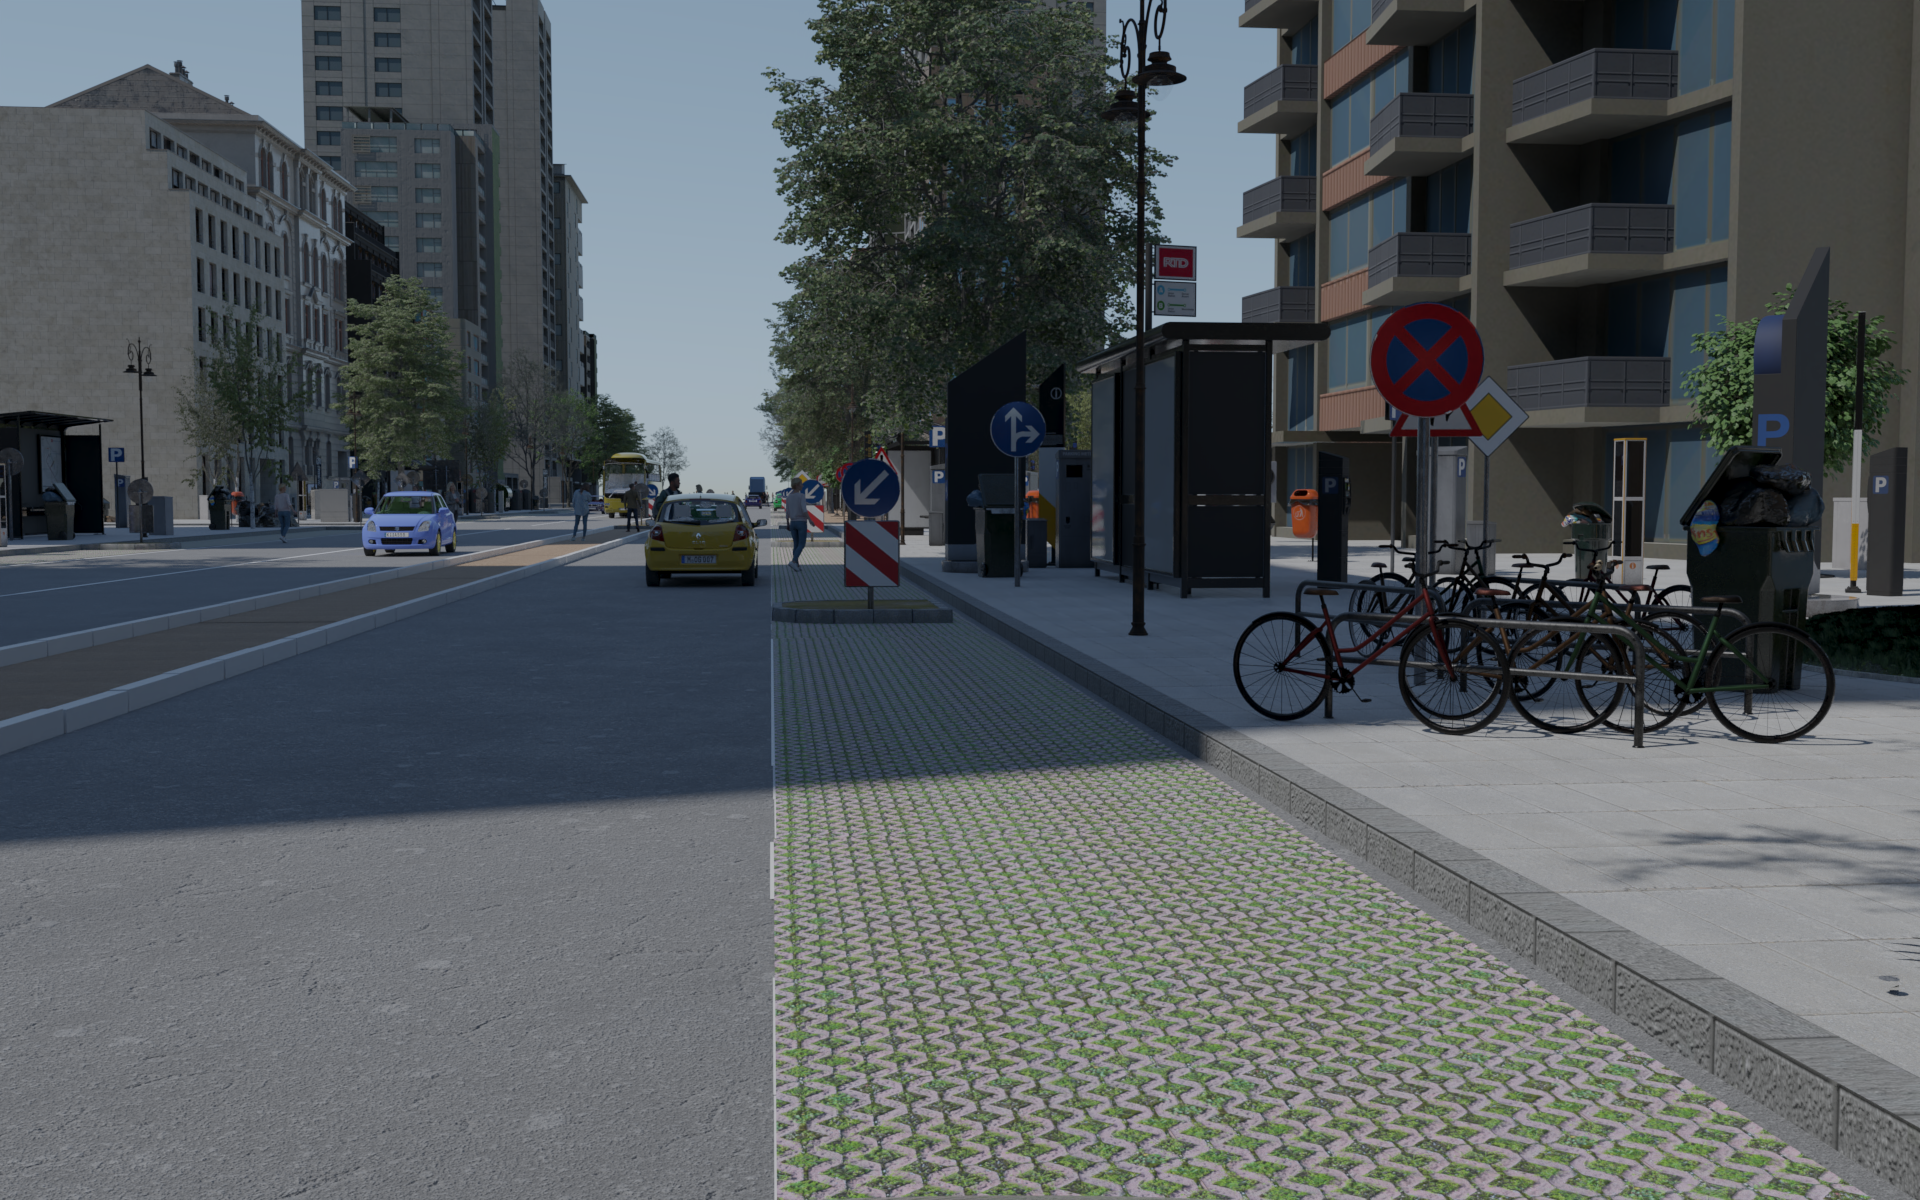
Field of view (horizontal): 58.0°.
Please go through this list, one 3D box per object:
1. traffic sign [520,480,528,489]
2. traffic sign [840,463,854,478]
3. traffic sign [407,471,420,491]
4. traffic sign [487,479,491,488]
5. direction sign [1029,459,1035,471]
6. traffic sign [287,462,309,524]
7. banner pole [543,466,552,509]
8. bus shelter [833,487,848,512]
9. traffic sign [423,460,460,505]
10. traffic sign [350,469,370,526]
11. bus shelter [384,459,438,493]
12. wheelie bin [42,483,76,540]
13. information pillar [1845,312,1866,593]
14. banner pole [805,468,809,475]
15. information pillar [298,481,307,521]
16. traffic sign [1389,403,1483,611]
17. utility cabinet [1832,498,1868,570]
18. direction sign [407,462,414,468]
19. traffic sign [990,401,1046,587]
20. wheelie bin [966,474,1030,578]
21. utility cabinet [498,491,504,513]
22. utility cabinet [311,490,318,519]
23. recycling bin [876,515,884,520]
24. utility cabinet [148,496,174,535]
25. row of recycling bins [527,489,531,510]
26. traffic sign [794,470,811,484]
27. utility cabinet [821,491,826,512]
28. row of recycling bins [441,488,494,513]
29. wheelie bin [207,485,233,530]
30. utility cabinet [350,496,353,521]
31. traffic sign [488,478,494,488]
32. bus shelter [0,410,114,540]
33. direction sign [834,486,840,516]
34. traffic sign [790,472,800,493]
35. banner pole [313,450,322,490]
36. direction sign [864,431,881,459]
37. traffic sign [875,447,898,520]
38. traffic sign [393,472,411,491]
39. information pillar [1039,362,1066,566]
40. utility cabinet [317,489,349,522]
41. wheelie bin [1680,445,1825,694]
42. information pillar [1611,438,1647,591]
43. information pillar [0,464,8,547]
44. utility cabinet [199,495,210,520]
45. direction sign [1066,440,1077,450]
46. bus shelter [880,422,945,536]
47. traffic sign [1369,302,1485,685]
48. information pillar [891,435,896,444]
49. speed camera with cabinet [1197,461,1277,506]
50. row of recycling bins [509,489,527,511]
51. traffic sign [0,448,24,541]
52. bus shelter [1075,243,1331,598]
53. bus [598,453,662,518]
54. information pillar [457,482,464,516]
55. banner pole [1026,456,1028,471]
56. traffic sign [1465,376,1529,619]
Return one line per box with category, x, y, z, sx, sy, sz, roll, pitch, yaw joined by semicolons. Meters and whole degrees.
traffic sign;-38.150;-9.263;151.551;0.768;2.556;0.104;0;4;-3
traffic sign;-4.449;-4.277;70.040;0.768;2.556;0.104;0;4;-3
traffic sign;-30.255;-5.855;95.827;0.768;2.556;0.104;0;4;-2
traffic sign;-33.817;-7.506;123.901;0.795;2.450;0.064;0;4;-3
direction sign;4.370;-7.193;109.600;0.876;3.537;0.379;2;4;35
traffic sign;-26.511;-4.241;69.342;0.884;2.594;0.081;0;4;-1
banner pole;-36.150;-9.886;151.654;0.863;3.779;0.401;-3;5;-40
bus shelter;-9.791;-9.993;141.019;2.179;5.291;8.768;0;4;-6
traffic sign;-31.068;-6.720;103.750;2.265;3.308;0.079;0;4;3
traffic sign;-24.109;-4.037;69.653;0.795;2.450;0.064;0;4;-6
bus shelter;-31.760;-6.501;100.221;2.014;3.302;5.546;0;4;-6
wheelie bin;-25.099;-2.466;48.226;0.693;1.594;0.980;0;4;-5
information pillar;11.673;-1.907;22.532;0.183;3.616;0.504;2;4;26
banner pole;-13.040;-9.667;148.064;0.401;3.779;0.863;-3;4;-39
information pillar;-31.858;-4.854;83.861;0.304;2.012;0.304;0;4;5
traffic sign;4.413;-0.986;16.132;0.884;2.594;0.081;0;4;-5
utility cabinet;15.317;-1.121;29.488;0.306;1.237;1.020;-1;4;-9
direction sign;-38.621;-7.895;121.085;0.876;3.537;0.379;-1;4;-12
traffic sign;0.796;-1.455;23.903;0.768;2.556;0.104;0;4;-5
wheelie bin;0.563;-1.155;26.789;0.980;1.594;0.693;-1;4;-15
utility cabinet;-31.302;-6.691;118.083;0.318;1.500;1.173;-1;4;-13
utility cabinet;-32.641;-4.835;87.731;0.318;1.500;1.173;-2;4;-29
recycling bin;-4.160;-4.512;86.329;0.722;1.027;0.722;-1;4;-12
utility cabinet;-25.009;-2.633;54.209;1.020;1.237;0.306;3;4;37
row of recycling bins;-35.831;-8.059;138.870;1.069;1.692;3.534;2;4;29
traffic sign;-6.517;-4.153;71.550;0.795;2.450;0.064;0;4;-6
utility cabinet;-9.625;-6.931;122.005;0.318;1.500;1.173;-1;4;-9
row of recycling bins;-32.884;-6.639;115.658;3.534;1.692;1.069;-3;4;-38
wheelie bin;-26.472;-3.308;62.000;0.693;1.594;0.980;0;4;0
utility cabinet;-29.030;-4.348;82.250;0.306;1.237;1.020;-1;4;-15
traffic sign;-35.544;-8.015;131.148;0.768;2.556;0.104;0;4;3
bus shelter;-27.245;-3.692;51.652;1.731;3.624;6.357;0;4;-6
direction sign;-7.303;-6.776;102.776;0.379;3.537;0.876;1;4;17
traffic sign;-7.385;-4.639;79.488;0.795;2.450;0.064;0;4;-6
banner pole;-36.905;-6.694;99.467;0.401;3.779;0.863;1;4;17
direction sign;-3.105;-4.304;62.367;0.876;3.537;0.379;-3;5;-44
traffic sign;-2.154;-2.920;47.738;0.884;2.594;0.081;0;4;2
traffic sign;-24.977;-4.523;77.591;0.795;2.450;0.064;0;4;-6
information pillar;1.656;-2.417;30.879;0.504;3.616;0.183;1;4;22
utility cabinet;-28.312;-4.262;78.363;1.173;1.500;0.318;-1;4;-17
wheelie bin;5.226;-0.213;11.397;0.980;1.594;0.693;-3;4;-38
information pillar;8.851;-1.127;22.925;0.304;2.012;0.304;0;4;-6
information pillar;-23.184;-2.275;41.688;0.304;2.012;0.304;0;4;1
utility cabinet;-37.652;-4.612;86.563;1.020;1.237;0.306;3;5;45
direction sign;4.509;-4.952;72.968;0.876;3.537;0.379;-1;4;-14
bus shelter;-1.244;-3.491;51.007;2.014;3.302;5.546;0;4;-6
traffic sign;3.095;-0.702;11.580;0.768;2.556;0.104;0;4;-1
information pillar;-2.461;-4.483;64.653;0.183;3.616;0.504;1;4;16
speed camera with cabinet;7.353;-3.159;45.983;2.038;3.252;0.660;-1;4;-14
row of recycling bins;-35.879;-7.853;135.512;3.534;1.692;1.069;1;4;20
traffic sign;-26.127;-2.907;47.628;0.768;2.556;0.104;0;4;0
bus shelter;3.040;-2.924;25.433;2.179;5.291;8.768;0;4;-6
bus;-20.174;-7.062;107.017;2.896;3.916;12.252;0;4;-5
information pillar;-29.683;-6.017;102.869;0.304;2.012;0.304;0;4;-3
banner pole;2.840;-5.586;81.346;0.863;3.779;0.401;-2;4;-23
traffic sign;5.164;-0.968;17.007;0.795;2.450;0.064;0;4;1
